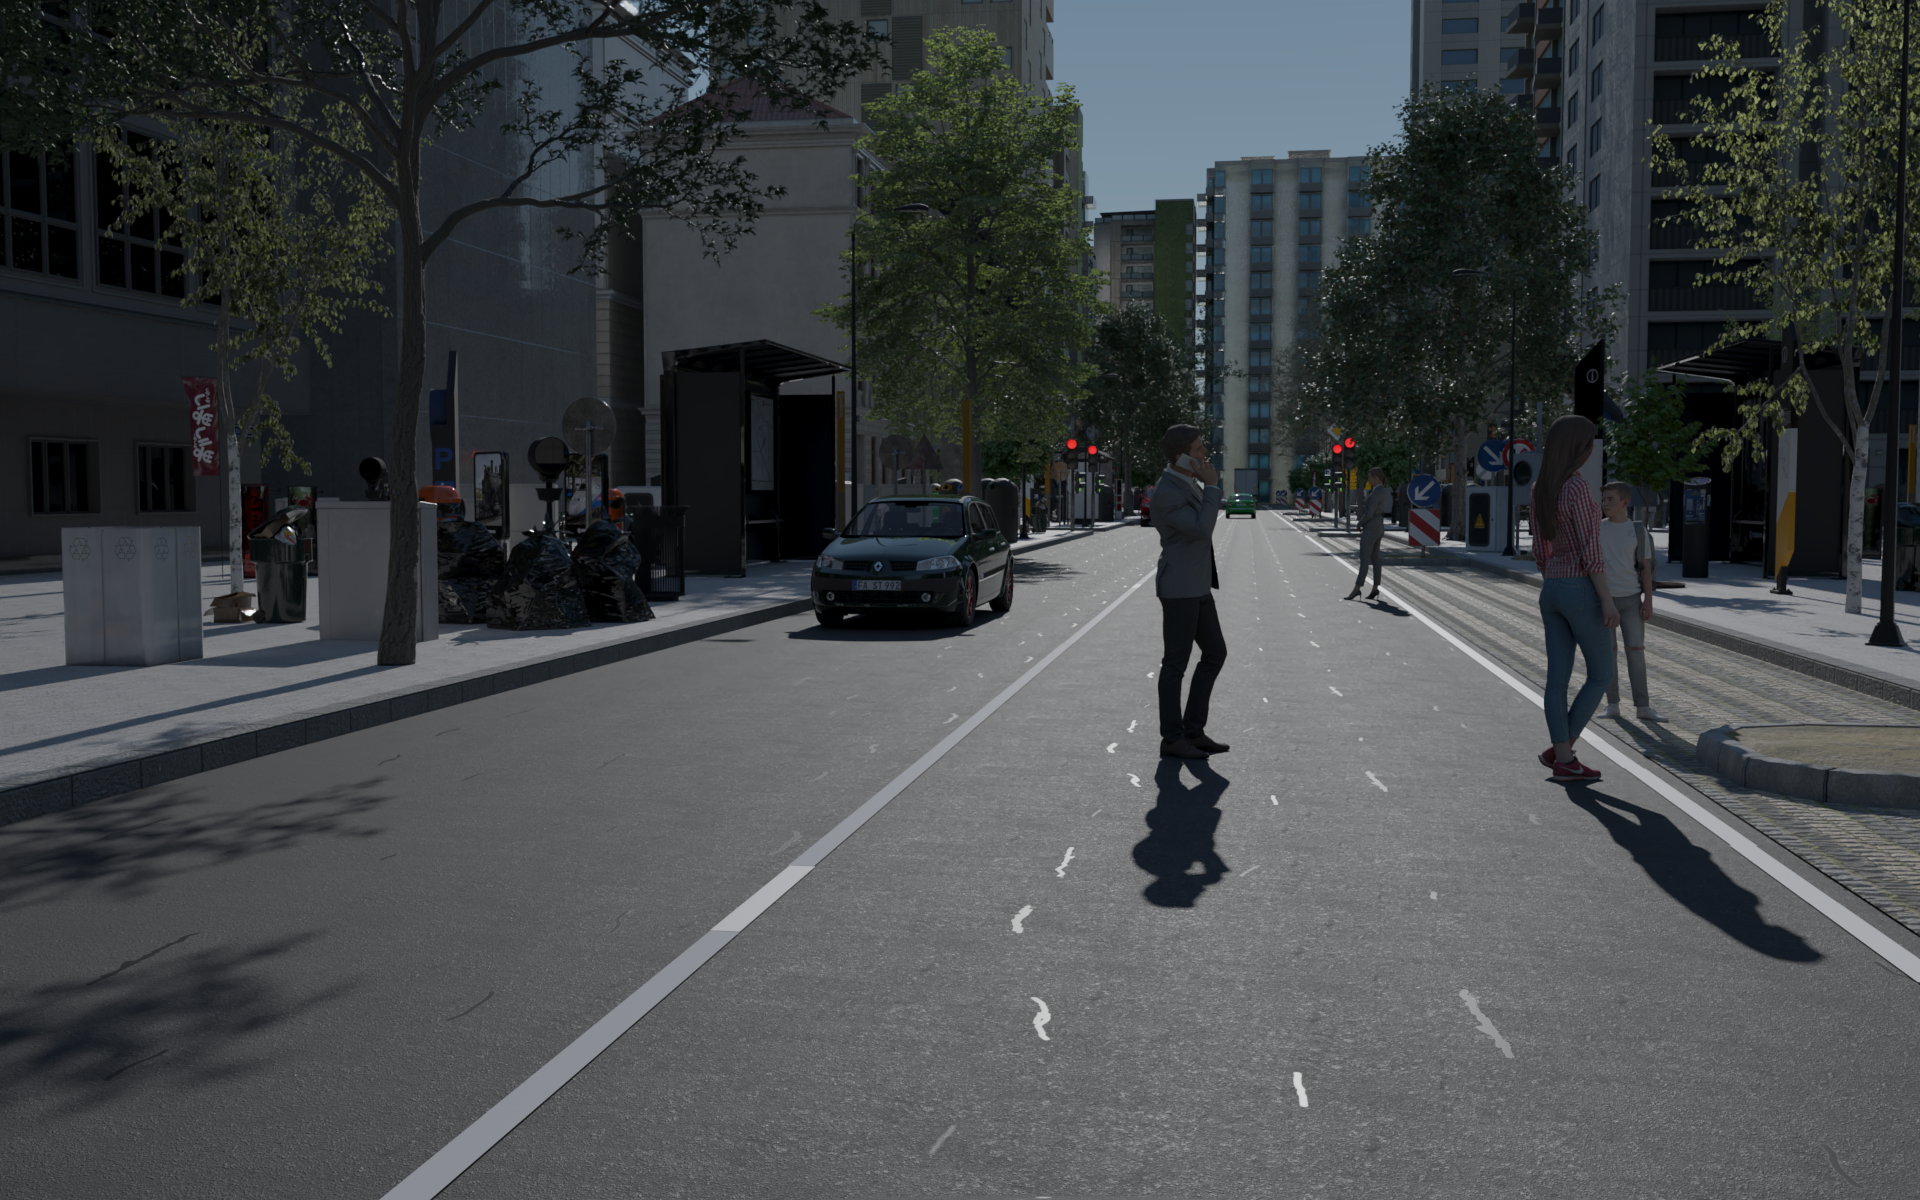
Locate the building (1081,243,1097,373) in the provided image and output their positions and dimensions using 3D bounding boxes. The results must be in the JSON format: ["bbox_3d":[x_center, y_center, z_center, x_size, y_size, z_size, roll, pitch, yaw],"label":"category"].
[{"bbox_3d":[8.649,-26.291,201.561,14.107,30.474,14.160,1,4,9],"label":"building"}]

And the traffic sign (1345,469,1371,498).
[{"bbox_3d":[25.594,-7.123,110.332,2.265,3.308,0.079,1,4,19],"label":"traffic sign"}]

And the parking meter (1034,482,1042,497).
[{"bbox_3d":[3.791,-4.939,86.463,0.255,1.863,0.399,-1,4,-14],"label":"parking meter"}]

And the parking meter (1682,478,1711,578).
[{"bbox_3d":[11.286,-1.109,26.541,0.372,1.533,0.369,0,3,0],"label":"parking meter"}]

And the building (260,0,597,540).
[{"bbox_3d":[-21.345,-13.921,45.630,19.932,24.808,12.078,1,4,9],"label":"building"}]

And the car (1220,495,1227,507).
[{"bbox_3d":[29.224,-11.247,196.250,2.083,1.381,4.827,0,4,8],"label":"car"}]

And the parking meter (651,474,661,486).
[{"bbox_3d":[-8.990,-2.801,51.514,0.399,1.863,0.255,2,4,26],"label":"parking meter"}]

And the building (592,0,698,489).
[{"bbox_3d":[-25.159,-18.568,89.495,20.117,28.700,13.634,1,4,9],"label":"building"}]

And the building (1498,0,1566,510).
[{"bbox_3d":[47.361,-27.965,111.848,22.147,44.769,28.867,1,4,9],"label":"building"}]

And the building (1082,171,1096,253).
[{"bbox_3d":[4.406,-38.592,250.589,30.456,49.044,23.786,1,4,9],"label":"building"}]

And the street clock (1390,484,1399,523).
[{"bbox_3d":[18.957,-4.344,75.598,0.358,2.002,0.471,3,4,37],"label":"street clock"}]

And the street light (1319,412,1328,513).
[{"bbox_3d":[20.921,-7.595,96.715,1.470,5.913,1.316,1,4,9],"label":"street light"}]

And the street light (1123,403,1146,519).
[{"bbox_3d":[8.780,-7.084,88.363,1.470,5.913,1.316,1,4,9],"label":"street light"}]

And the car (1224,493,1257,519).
[{"bbox_3d":[16.687,-5.757,102.926,1.959,1.807,4.718,1,4,9],"label":"car"}]

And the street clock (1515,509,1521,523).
[{"bbox_3d":[25.136,-4.493,78.024,0.358,2.002,0.471,-3,4,-38],"label":"street clock"}]

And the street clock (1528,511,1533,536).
[{"bbox_3d":[17.681,-2.993,53.502,0.471,2.002,0.358,1,4,20],"label":"street clock"}]

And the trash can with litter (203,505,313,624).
[{"bbox_3d":[-7.014,-0.359,17.259,1.055,1.170,0.624,0,4,5],"label":"trash can with litter"}]

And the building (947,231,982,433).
[{"bbox_3d":[-5.845,-16.833,111.384,11.583,22.565,21.152,1,4,9],"label":"building"}]

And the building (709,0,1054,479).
[{"bbox_3d":[-6.008,-34.808,158.346,28.713,52.752,27.495,1,4,9],"label":"building"}]

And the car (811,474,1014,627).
[{"bbox_3d":[-0.475,-0.629,20.072,2.009,1.686,4.222,1,4,11],"label":"car"}]

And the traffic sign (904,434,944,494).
[{"bbox_3d":[-0.775,-2.287,37.397,0.884,2.594,0.081,1,4,13],"label":"traffic sign"}]

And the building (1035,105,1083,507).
[{"bbox_3d":[4.923,-30.234,177.926,14.154,41.232,14.086,1,4,9],"label":"building"}]

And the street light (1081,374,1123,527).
[{"bbox_3d":[5.408,-5.785,67.133,1.470,5.913,1.316,1,4,9],"label":"street light"}]

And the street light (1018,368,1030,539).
[{"bbox_3d":[2.357,-4.686,49.160,1.470,5.913,1.316,1,4,9],"label":"street light"}]

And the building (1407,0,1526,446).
[{"bbox_3d":[58.644,-39.328,185.013,21.231,58.520,28.212,1,4,9],"label":"building"}]

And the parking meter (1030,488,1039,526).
[{"bbox_3d":[3.003,-3.748,69.684,0.372,1.533,0.369,0,3,0],"label":"parking meter"}]

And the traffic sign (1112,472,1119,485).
[{"bbox_3d":[7.387,-5.122,84.927,0.795,2.450,0.064,1,4,10],"label":"traffic sign"}]

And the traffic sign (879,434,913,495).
[{"bbox_3d":[-1.374,-2.254,36.961,0.768,2.556,0.104,1,4,16],"label":"traffic sign"}]

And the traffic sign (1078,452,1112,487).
[{"bbox_3d":[6.326,-5.565,84.862,2.265,3.308,0.079,1,4,13],"label":"traffic sign"}]

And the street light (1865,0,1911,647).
[{"bbox_3d":[7.330,-2.573,14.617,1.470,5.913,1.316,1,4,9],"label":"street light"}]

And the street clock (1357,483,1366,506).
[{"bbox_3d":[21.160,-5.305,91.312,0.358,2.002,0.471,-1,4,-22],"label":"street clock"}]

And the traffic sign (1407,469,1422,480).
[{"bbox_3d":[23.268,-5.417,88.678,0.768,2.556,0.104,1,4,14],"label":"traffic sign"}]

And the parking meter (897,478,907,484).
[{"bbox_3d":[-2.111,-3.400,61.305,0.399,1.863,0.255,-2,4,-33],"label":"parking meter"}]

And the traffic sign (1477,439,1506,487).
[{"bbox_3d":[12.430,-2.465,40.403,0.768,2.556,0.104,1,4,13],"label":"traffic sign"}]

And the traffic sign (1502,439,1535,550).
[{"bbox_3d":[12.858,-2.433,39.885,0.768,2.556,0.104,1,4,12],"label":"traffic sign"}]

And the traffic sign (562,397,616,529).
[{"bbox_3d":[-4.887,-1.387,22.789,0.768,2.556,0.104,1,4,13],"label":"traffic sign"}]

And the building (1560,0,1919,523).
[{"bbox_3d":[41.005,-39.318,81.095,20.611,71.187,20.563,1,4,9],"label":"building"}]

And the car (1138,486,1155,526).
[{"bbox_3d":[9.225,-4.260,78.316,2.281,1.827,5.304,0,4,8],"label":"car"}]

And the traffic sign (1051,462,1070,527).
[{"bbox_3d":[3.922,-4.155,68.038,0.768,2.556,0.104,1,4,15],"label":"traffic sign"}]

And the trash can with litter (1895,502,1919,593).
[{"bbox_3d":[12.667,-0.695,22.751,0.624,1.170,1.055,0,4,-8],"label":"trash can with litter"}]

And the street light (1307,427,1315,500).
[{"bbox_3d":[24.386,-8.892,117.929,1.470,5.913,1.316,1,4,9],"label":"street light"}]

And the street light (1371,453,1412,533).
[{"bbox_3d":[14.394,-5.192,57.432,1.470,5.913,1.316,1,4,9],"label":"street light"}]

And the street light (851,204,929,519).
[{"bbox_3d":[-1.186,-3.389,27.958,1.470,5.913,1.316,1,4,9],"label":"street light"}]

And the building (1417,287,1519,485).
[{"bbox_3d":[56.972,-19.113,157.529,27.650,21.520,28.899,1,4,9],"label":"building"}]

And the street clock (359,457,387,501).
[{"bbox_3d":[-11.591,-1.814,34.229,0.471,2.002,0.358,0,4,7],"label":"street clock"}]

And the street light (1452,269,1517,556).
[{"bbox_3d":[10.858,-3.870,35.821,1.470,5.913,1.316,1,4,9],"label":"street light"}]

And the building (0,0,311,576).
[{"bbox_3d":[-21.103,-14.009,22.547,14.314,27.812,24.014,1,4,9],"label":"building"}]

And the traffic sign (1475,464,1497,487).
[{"bbox_3d":[19.471,-3.916,64.140,0.768,2.556,0.104,1,4,16],"label":"traffic sign"}]

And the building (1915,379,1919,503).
[{"bbox_3d":[33.203,-43.577,25.160,22.319,86.520,31.000,1,4,9],"label":"building"}]

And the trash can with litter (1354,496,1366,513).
[{"bbox_3d":[27.770,-6.653,120.157,0.624,1.170,1.055,-3,5,-43],"label":"trash can with litter"}]

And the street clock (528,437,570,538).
[{"bbox_3d":[-5.223,-1.068,22.035,0.471,2.002,0.358,-2,4,-35],"label":"street clock"}]

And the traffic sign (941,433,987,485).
[{"bbox_3d":[0.461,-3.881,57.331,2.265,3.308,0.079,1,4,16],"label":"traffic sign"}]

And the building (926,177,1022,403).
[{"bbox_3d":[-2.434,-18.367,129.977,12.332,23.373,15.834,1,4,9],"label":"building"}]

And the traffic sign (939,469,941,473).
[{"bbox_3d":[-0.344,-3.571,58.492,0.768,2.556,0.104,1,4,17],"label":"traffic sign"}]

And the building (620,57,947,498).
[{"bbox_3d":[-8.345,-15.550,90.397,11.583,22.565,21.152,1,4,9],"label":"building"}]

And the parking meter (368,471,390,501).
[{"bbox_3d":[-12.333,-1.900,36.782,0.399,1.863,0.255,1,4,13],"label":"parking meter"}]

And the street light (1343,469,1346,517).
[{"bbox_3d":[17.339,-6.274,75.126,1.470,5.913,1.316,1,4,9],"label":"street light"}]

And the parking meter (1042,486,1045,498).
[{"bbox_3d":[6.073,-7.443,127.396,0.255,1.863,0.399,1,4,15],"label":"parking meter"}]

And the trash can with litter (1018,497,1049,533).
[{"bbox_3d":[2.382,-2.801,57.186,1.055,1.170,0.624,1,4,21],"label":"trash can with litter"}]
